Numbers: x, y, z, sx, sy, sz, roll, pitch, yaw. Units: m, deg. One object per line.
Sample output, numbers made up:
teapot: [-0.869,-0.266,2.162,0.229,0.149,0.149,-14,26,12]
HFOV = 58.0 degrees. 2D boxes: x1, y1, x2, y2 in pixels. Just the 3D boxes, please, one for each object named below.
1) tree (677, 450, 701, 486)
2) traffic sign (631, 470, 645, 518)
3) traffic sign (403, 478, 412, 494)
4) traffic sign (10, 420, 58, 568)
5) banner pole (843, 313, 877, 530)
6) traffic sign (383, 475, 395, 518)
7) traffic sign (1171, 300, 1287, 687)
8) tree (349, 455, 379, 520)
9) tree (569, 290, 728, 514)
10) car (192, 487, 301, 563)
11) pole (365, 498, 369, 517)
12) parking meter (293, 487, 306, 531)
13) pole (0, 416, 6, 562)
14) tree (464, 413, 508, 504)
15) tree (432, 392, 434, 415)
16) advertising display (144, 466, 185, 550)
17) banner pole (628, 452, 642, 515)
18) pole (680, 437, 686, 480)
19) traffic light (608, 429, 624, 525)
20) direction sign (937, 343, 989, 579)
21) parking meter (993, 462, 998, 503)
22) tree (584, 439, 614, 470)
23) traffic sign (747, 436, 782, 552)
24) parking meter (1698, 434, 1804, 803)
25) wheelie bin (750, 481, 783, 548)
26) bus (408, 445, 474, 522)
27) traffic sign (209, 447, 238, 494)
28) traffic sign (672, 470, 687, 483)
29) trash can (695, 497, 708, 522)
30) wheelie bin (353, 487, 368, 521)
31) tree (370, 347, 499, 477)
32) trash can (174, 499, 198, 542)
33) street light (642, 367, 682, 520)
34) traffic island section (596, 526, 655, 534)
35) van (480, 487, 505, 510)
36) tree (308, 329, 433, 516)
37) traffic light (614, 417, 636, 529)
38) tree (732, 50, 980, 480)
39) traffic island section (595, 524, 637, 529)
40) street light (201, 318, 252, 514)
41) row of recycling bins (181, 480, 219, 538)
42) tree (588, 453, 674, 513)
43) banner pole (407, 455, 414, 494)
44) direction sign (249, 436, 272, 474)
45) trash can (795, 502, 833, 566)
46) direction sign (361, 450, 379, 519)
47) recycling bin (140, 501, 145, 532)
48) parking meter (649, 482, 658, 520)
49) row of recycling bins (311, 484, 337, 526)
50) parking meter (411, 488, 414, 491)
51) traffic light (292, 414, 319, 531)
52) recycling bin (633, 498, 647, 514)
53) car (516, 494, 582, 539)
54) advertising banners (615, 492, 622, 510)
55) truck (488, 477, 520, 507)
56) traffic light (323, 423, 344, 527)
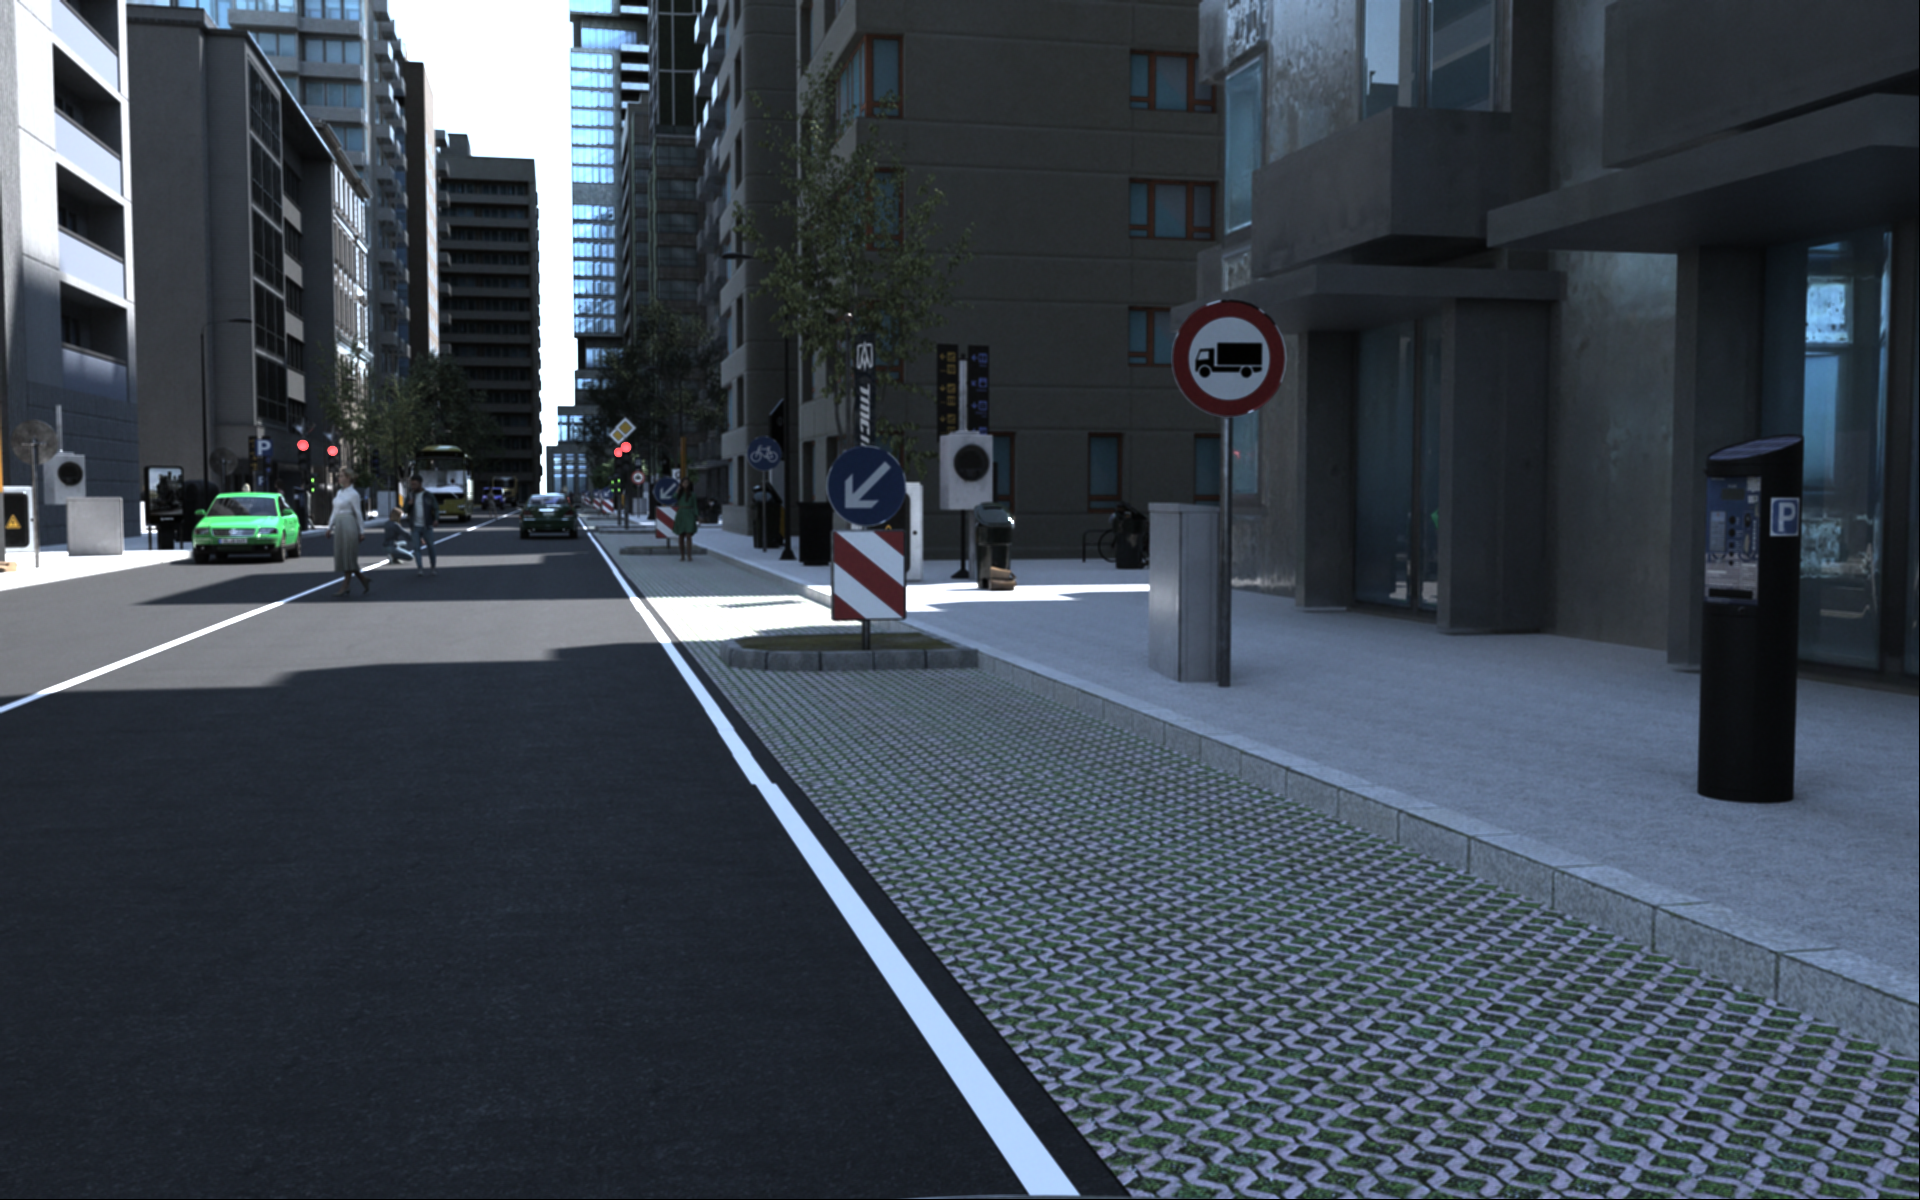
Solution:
tree: [-21.100,-8.941,129.899,4.285,4.588,4.351,0,3,0]
traffic sign: [-17.353,-5.709,93.440,0.768,2.556,0.104,0,4,-4]
traffic sign: [-34.872,-6.559,109.373,0.606,2.300,0.079,0,4,-5]
traffic sign: [-15.945,-1.820,29.855,0.768,2.556,0.104,-1,4,-9]
banner pole: [-1.404,-2.074,23.923,0.401,3.779,0.863,-3,5,-40]
traffic sign: [-30.293,-5.493,91.934,0.606,2.300,0.079,-1,4,-12]
traffic sign: [1.763,-0.695,11.467,0.768,2.556,0.104,0,4,-4]
tree: [-29.424,-5.494,84.433,1.663,3.219,1.824,0,3,0]
tree: [-13.269,-8.891,79.775,7.601,10.594,8.767,0,4,1]
car: [-15.420,-1.758,37.543,1.959,1.807,4.718,-1,4,-15]
pole: [-33.749,-6.400,98.490,0.158,3.312,0.155,0,3,0]
parking meter: [-22.784,-3.139,59.736,0.372,1.533,0.369,0,3,0]
pole: [-16.854,-2.228,30.265,0.158,3.312,0.155,0,3,0]
tree: [-60.540,-17.811,216.961,9.928,11.665,9.643,0,3,0]
tree: [-33.483,-9.366,103.491,4.737,8.622,4.395,0,3,0]
advertising display: [-18.300,-2.119,39.861,0.123,1.923,0.974,2,4,26]
banner pole: [-19.412,-6.954,103.718,0.863,3.779,0.401,0,4,6]
pole: [-9.833,-4.146,61.626,0.158,3.312,0.155,0,3,0]
traffic light: [-13.982,-5.014,70.906,0.839,4.253,0.868,-1,4,-13]
direction sign: [0.047,-2.099,26.316,0.876,3.537,0.379,-2,4,-27]
parking meter: [0.565,-1.592,31.743,0.255,1.863,0.399,0,4,3]
tree: [-43.634,-15.916,210.596,4.360,8.622,3.978,0,3,0]
traffic sign: [-4.319,-2.333,38.253,0.768,2.556,0.104,0,4,-5]
parking meter: [3.339,0.067,7.321,0.372,1.533,0.369,0,3,0]
wheelie bin: [-4.612,-2.032,41.137,0.693,1.594,0.980,-1,4,-20]
bus: [-26.999,-6.071,90.811,2.896,3.916,12.252,-1,4,-14]
traffic sign: [-20.131,-2.890,47.362,0.768,2.556,0.104,0,4,-4]
traffic sign: [-11.438,-4.192,70.674,0.606,2.300,0.079,-1,4,-8]
trash can: [-12.160,-4.237,80.936,0.748,1.137,0.748,0,3,0]
wheelie bin: [-28.428,-4.515,81.723,0.980,1.594,0.693,-1,4,-15]
tree: [-40.985,-13.359,135.419,9.611,12.733,9.660,0,3,0]
trash can: [-20.924,-2.143,46.684,0.748,1.137,0.748,0,3,0]
street light: [-10.752,-5.558,63.420,1.470,5.913,1.316,-1,4,-13]
traffic island section: [-12.150,-2.506,63.246,2.009,0.180,2.903,-1,4,-13]
van: [-42.739,-9.431,158.576,2.240,2.365,5.245,-1,4,-13]
tree: [-27.268,-7.811,78.065,4.737,8.622,4.395,0,3,0]
traffic light: [-12.192,-4.538,63.123,0.839,4.253,0.868,-1,4,-13]
tree: [-1.838,-4.821,29.194,4.737,8.622,4.395,0,3,0]
traffic island section: [-13.940,-2.982,71.029,2.009,0.180,2.903,-1,4,-13]
street light: [-19.361,-4.476,45.719,1.470,5.913,1.316,-1,4,-13]
row of recycling bins: [-22.308,-2.656,50.546,1.069,1.692,3.534,-2,4,-30]
tree: [-22.788,-8.260,118.757,4.285,4.588,4.351,0,3,0]
banner pole: [-35.614,-7.472,112.181,0.401,3.779,0.863,1,4,22]
direction sign: [-27.343,-4.632,67.726,0.876,3.537,0.379,0,4,2]
trash can: [-2.590,-1.192,31.149,0.748,1.137,0.748,0,3,0]
direction sign: [-30.214,-5.920,88.789,0.876,3.537,0.379,0,3,0]
recycling bin: [-28.169,-2.826,58.765,0.722,1.027,0.722,0,4,3]
parking meter: [-15.111,-4.872,85.370,0.399,1.863,0.255,-2,4,-24]
row of recycling bins: [-25.995,-3.926,71.302,1.069,1.692,3.534,-1,4,-12]
parking meter: [-34.787,-6.410,110.509,0.255,1.863,0.399,1,4,13]
traffic light: [-22.920,-4.387,60.648,0.839,4.253,0.868,-1,4,-13]
recycling bin: [-20.320,-5.951,109.856,0.722,1.027,0.722,2,4,27]
car: [-13.579,-2.777,57.208,2.131,1.459,4.920,-1,4,-13]
advertising banners: [-26.836,-8.602,136.828,0.090,3.025,2.074,-2,4,-35]
truck: [-51.433,-12.229,195.869,3.469,3.379,9.791,-1,4,-13]
traffic light: [-24.710,-4.863,68.430,0.839,4.253,0.868,-1,4,-13]
